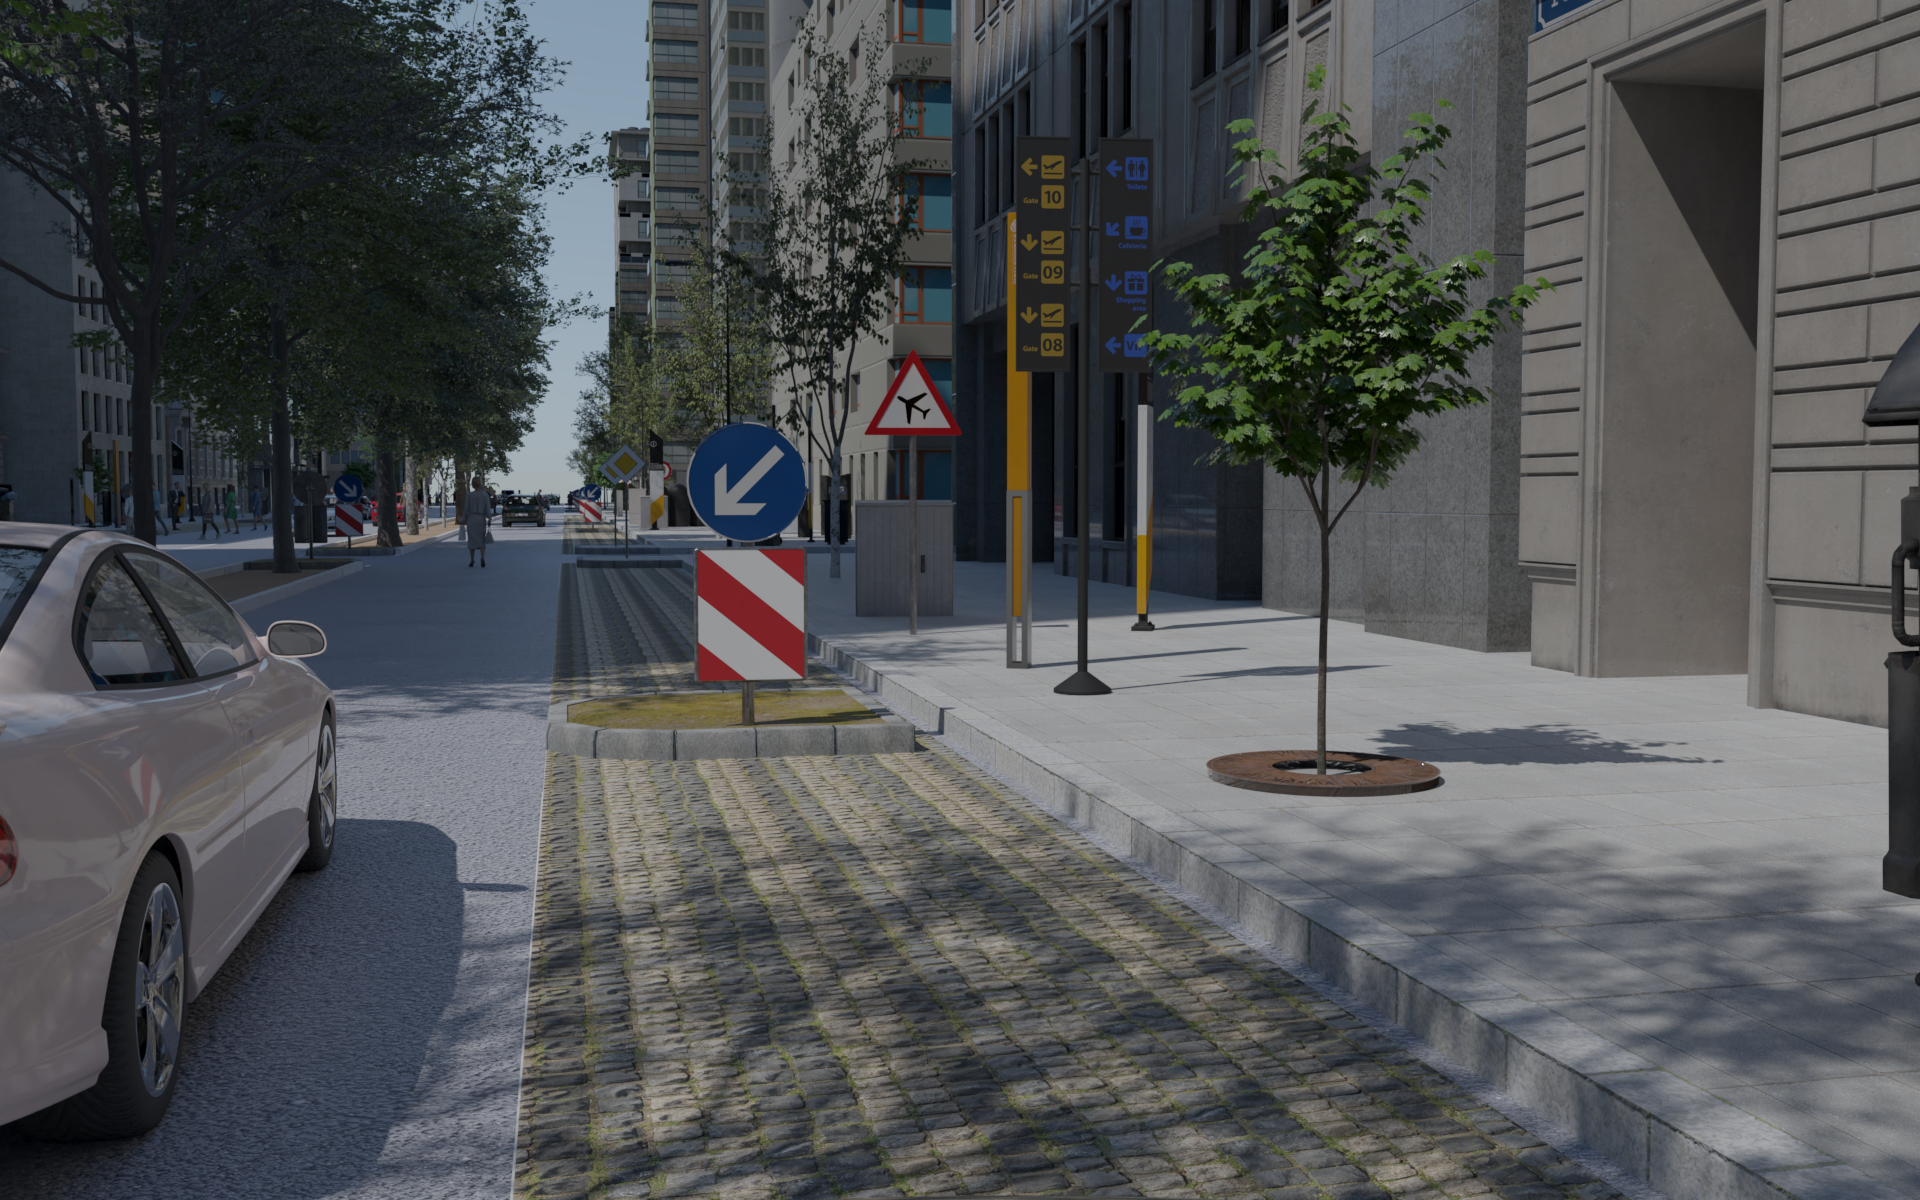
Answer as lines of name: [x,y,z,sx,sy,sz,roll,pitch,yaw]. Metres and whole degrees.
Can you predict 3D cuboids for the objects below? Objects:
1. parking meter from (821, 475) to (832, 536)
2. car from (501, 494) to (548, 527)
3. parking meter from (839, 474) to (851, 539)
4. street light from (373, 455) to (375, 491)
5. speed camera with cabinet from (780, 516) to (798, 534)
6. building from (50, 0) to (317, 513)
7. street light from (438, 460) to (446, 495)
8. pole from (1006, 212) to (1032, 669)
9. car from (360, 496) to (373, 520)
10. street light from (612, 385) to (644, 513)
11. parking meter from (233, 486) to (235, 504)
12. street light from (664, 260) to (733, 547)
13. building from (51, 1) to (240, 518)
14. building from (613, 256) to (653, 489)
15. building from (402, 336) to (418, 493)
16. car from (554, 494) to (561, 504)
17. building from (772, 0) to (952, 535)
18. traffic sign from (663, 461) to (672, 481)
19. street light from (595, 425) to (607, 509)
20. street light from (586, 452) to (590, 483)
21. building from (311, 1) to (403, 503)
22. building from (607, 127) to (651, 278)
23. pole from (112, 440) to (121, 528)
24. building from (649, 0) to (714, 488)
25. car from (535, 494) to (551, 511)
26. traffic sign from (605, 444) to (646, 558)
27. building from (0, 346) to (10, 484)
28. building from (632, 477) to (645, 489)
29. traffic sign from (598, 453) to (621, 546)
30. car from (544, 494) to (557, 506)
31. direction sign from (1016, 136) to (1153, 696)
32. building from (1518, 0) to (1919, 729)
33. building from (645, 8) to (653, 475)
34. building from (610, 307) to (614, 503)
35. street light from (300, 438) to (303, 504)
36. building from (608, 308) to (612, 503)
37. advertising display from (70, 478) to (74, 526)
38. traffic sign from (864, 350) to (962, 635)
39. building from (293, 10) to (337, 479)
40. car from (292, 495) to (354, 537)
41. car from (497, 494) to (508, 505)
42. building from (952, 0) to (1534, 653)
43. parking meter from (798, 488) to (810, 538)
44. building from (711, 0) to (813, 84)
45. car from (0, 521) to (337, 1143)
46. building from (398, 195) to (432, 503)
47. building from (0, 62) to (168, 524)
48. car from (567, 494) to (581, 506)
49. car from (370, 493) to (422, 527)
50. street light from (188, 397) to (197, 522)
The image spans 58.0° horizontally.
parking meter: [-4.112,-2.928,53.578,0.255,1.863,0.399,2,4,29]
car: [-19.105,-4.044,75.905,2.009,1.686,4.222,-1,4,-11]
parking meter: [-3.320,-2.671,49.388,0.399,1.863,0.255,2,4,24]
street light: [-52.109,-11.195,155.585,1.470,5.913,1.316,-1,4,-13]
speed camera with cabinet: [-5.721,-3.815,56.707,0.660,3.252,2.038,-1,4,-14]
building: [-60.006,-30.813,123.401,23.786,49.044,30.456,-1,4,-13]
street light: [-70.444,-16.104,235.842,1.470,5.913,1.316,-1,4,-13]
pole: [0.436,-1.153,12.687,0.158,3.312,0.155,0,3,0]
car: [-33.464,-5.079,95.616,1.945,1.354,3.894,-1,4,-13]
street light: [-14.053,-6.189,73.725,1.470,5.913,1.316,-1,4,-13]
parking meter: [-43.280,-5.944,102.889,0.255,1.863,0.399,3,5,43]
street light: [-5.173,-3.797,34.629,1.470,5.913,1.316,-1,4,-13]
building: [-50.079,-19.169,99.322,13.634,28.700,20.117,-1,4,-13]
building: [-34.641,-26.952,212.373,14.160,30.474,14.107,-1,4,-13]
building: [-79.579,-27.921,228.216,14.160,30.474,14.107,-1,4,-13]
car: [-55.377,-13.686,235.570,2.131,1.459,4.920,-1,4,-14]
building: [9.217,-13.349,63.298,28.899,21.520,27.650,-1,4,-13]
traffic sign: [-11.374,-4.036,66.093,0.768,2.556,0.104,0,4,-7]
street light: [-23.591,-8.743,115.492,1.470,5.913,1.316,-1,4,-13]
street light: [-30.877,-10.718,147.783,1.470,5.913,1.316,-1,4,-13]
building: [-78.920,-40.589,205.628,21.231,58.520,28.212,-1,4,-13]
building: [-35.244,-40.269,247.640,28.713,52.752,27.495,-1,4,-13]
pole: [-31.809,-4.372,65.326,0.158,3.312,0.155,0,3,0]
building: [-15.927,-27.227,128.763,14.154,41.232,14.086,-1,4,-13]
car: [-36.879,-8.557,151.913,2.014,1.417,4.499,-1,4,-12]
traffic sign: [-6.663,-1.891,34.563,0.795,2.450,0.064,-1,4,-13]
building: [-41.502,-14.411,54.707,14.460,24.649,34.723,-1,4,-13]
building: [-17.613,-29.833,179.657,32.217,40.220,23.993,-1,4,-13]
traffic sign: [-8.435,-2.367,42.349,0.795,2.450,0.064,-1,4,-13]
car: [-51.583,-12.566,217.249,2.131,1.459,4.920,-1,4,-15]
direction sign: [0.792,-1.168,11.094,0.876,3.537,0.379,0,4,-6]
building: [11.252,-10.258,3.870,11.583,22.565,21.152,-1,4,-13]
building: [-15.716,-32.524,151.368,23.786,49.044,30.456,-1,4,-13]
building: [-37.822,-27.791,226.091,14.160,30.474,14.107,-1,4,-13]
street light: [-42.594,-8.620,113.477,1.470,5.913,1.316,-1,4,-13]
building: [-46.929,-30.297,267.057,14.160,30.474,14.107,-1,4,-13]
advertising display: [-35.459,-3.912,69.172,0.123,1.923,0.974,-2,4,-27]
traffic sign: [-0.427,-0.962,15.727,0.884,2.594,0.081,0,4,-8]
building: [-67.745,-30.429,152.138,22.147,44.769,28.867,-1,4,-13]
car: [-21.681,-2.895,59.328,2.014,1.417,4.499,-1,4,-11]
car: [-56.063,-12.360,211.877,2.009,1.686,4.222,-1,4,-14]
building: [7.901,-12.611,24.220,12.078,24.808,19.932,-1,4,-13]
parking meter: [-4.597,-2.606,51.024,0.372,1.533,0.369,0,3,0]
building: [-2.577,-25.453,108.039,32.217,40.220,23.993,-1,4,-13]
car: [-2.999,0.450,5.013,2.083,1.381,4.827,-1,4,-13]
building: [-85.923,-37.018,255.346,14.600,45.320,14.200,-1,4,-13]
building: [-44.832,-13.841,81.055,10.420,20.320,16.860,-1,4,-13]
car: [-47.883,-12.566,215.243,2.009,1.686,4.222,-1,4,-11]
car: [-25.256,-4.201,77.722,2.155,1.783,4.494,-1,4,-11]
street light: [-35.014,-6.579,80.100,1.470,5.913,1.316,-1,4,-13]
